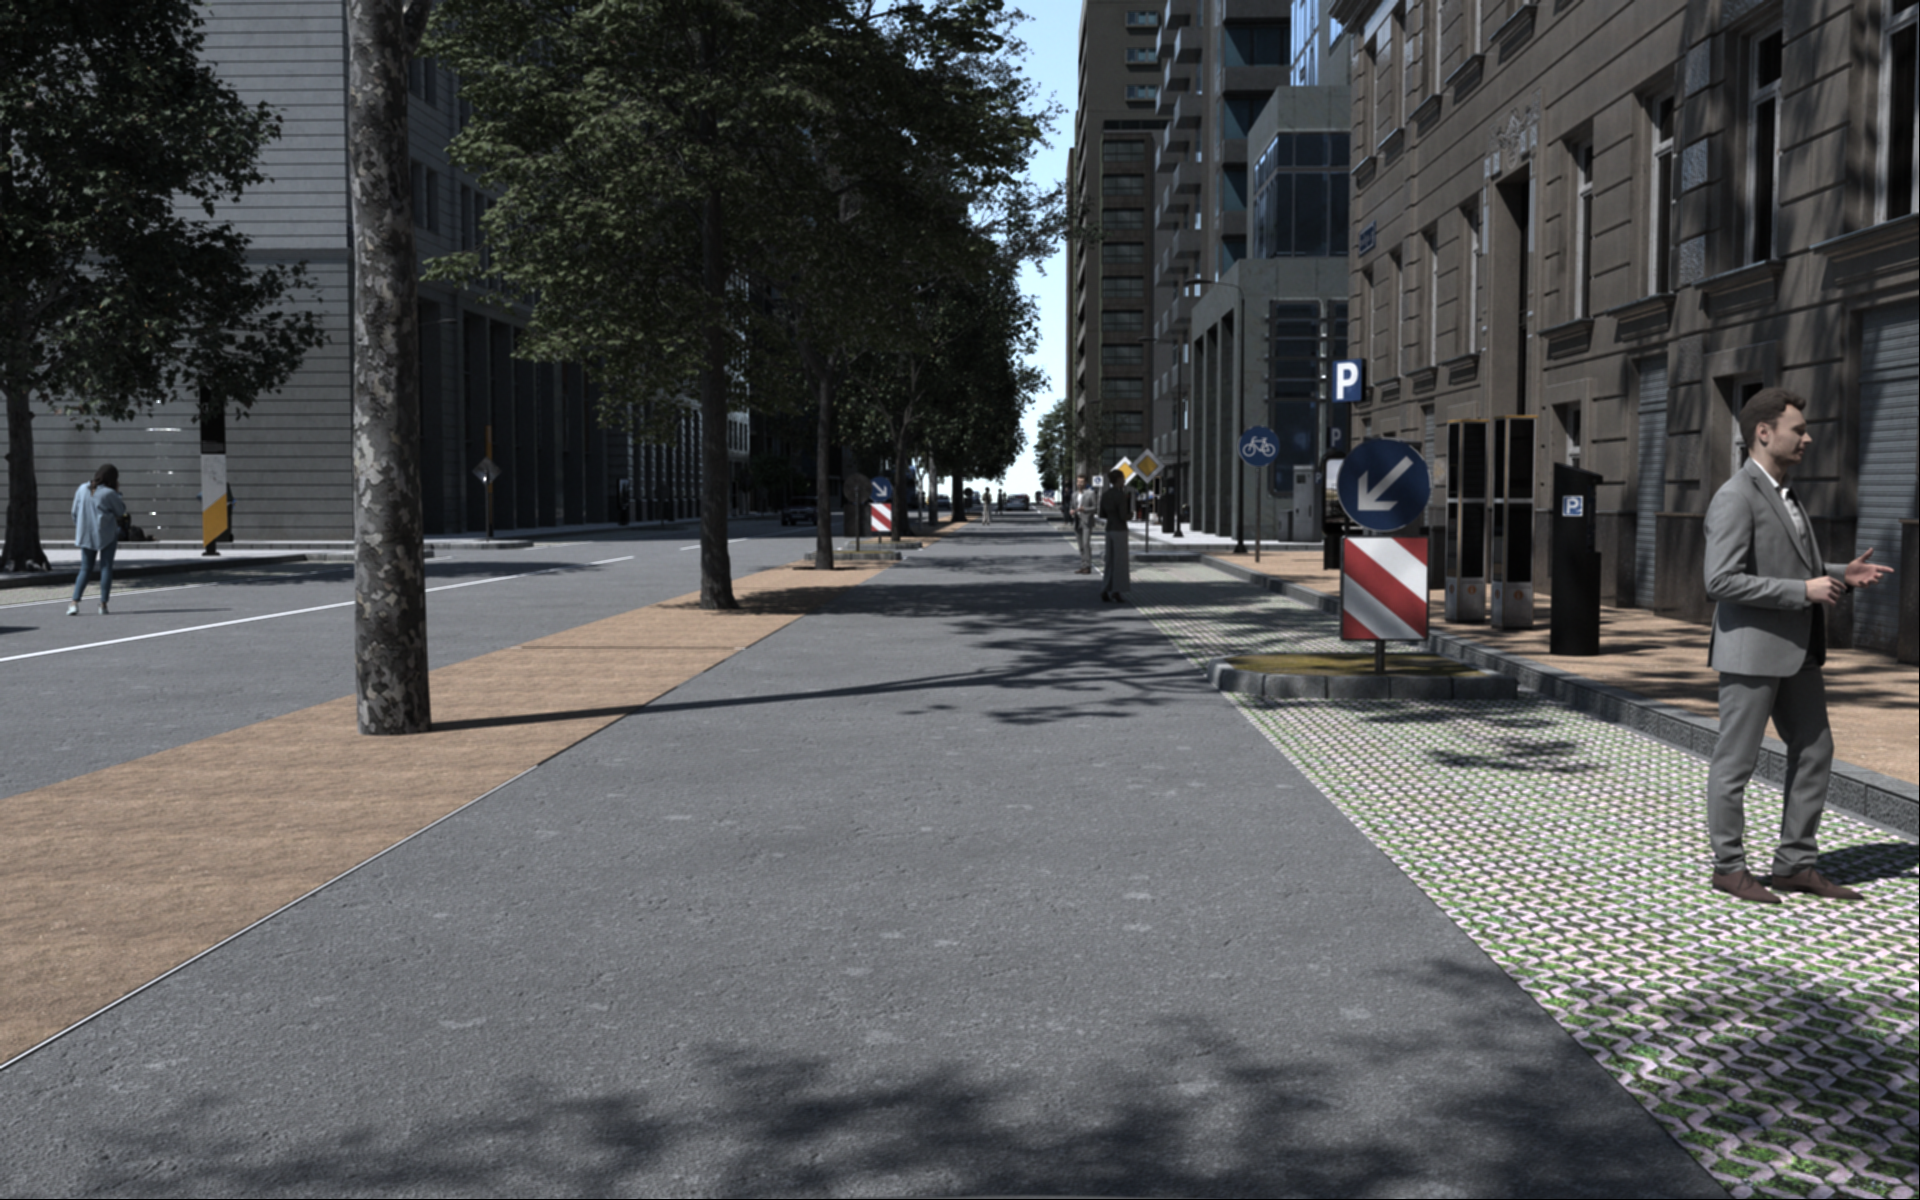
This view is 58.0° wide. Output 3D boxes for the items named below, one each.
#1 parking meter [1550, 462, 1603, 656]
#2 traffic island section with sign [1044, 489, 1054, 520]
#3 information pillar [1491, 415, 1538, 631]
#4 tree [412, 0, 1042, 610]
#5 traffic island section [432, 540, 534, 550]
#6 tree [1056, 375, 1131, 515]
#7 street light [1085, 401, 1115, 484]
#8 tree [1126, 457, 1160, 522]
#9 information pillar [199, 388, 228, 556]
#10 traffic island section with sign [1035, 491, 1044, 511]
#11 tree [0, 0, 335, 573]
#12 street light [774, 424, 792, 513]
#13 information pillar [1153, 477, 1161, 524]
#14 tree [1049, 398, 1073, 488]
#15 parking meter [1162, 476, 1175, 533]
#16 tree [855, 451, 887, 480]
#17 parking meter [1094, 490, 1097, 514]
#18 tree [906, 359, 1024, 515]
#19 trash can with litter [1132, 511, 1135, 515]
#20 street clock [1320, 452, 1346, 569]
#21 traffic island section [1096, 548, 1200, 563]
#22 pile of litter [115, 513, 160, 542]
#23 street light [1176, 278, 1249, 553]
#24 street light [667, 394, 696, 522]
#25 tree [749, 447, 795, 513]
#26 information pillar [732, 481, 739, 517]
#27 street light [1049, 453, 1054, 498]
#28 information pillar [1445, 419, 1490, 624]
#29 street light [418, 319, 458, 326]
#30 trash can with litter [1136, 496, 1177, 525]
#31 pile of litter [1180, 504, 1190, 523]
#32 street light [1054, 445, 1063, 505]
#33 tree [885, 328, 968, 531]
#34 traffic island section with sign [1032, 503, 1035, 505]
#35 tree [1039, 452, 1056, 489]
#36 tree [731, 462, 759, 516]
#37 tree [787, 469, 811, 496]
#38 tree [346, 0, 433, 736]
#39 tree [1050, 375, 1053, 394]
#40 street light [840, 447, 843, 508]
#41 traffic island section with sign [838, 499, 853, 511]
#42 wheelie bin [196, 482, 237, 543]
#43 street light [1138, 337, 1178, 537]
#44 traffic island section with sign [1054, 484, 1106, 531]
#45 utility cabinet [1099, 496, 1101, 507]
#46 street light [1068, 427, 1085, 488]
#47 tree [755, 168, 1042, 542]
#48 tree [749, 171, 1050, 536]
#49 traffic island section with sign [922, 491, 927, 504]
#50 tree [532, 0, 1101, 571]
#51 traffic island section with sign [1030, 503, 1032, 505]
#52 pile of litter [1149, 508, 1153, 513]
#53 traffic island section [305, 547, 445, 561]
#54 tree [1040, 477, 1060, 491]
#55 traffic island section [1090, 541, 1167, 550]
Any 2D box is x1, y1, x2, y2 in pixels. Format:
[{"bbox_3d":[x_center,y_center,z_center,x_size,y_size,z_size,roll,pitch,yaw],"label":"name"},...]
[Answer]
[{"bbox_3d":[4.917,-0.331,13.815,0.372,1.533,0.369,0,3,0],"label":"parking meter"},{"bbox_3d":[5.742,-5.269,94.784,1.989,1.847,2.006,0,4,2],"label":"traffic island section with sign"},{"bbox_3d":[5.220,-0.724,16.330,0.304,2.012,0.304,0,4,-5],"label":"information pillar"},{"bbox_3d":[-2.921,-6.120,20.646,7.486,12.596,7.792,0,3,0],"label":"tree"},{"bbox_3d":[-12.624,-1.463,46.206,2.009,0.180,2.903,0,4,2],"label":"traffic island section"},{"bbox_3d":[8.305,-9.542,106.373,4.360,8.622,3.978,0,3,0],"label":"tree"},{"bbox_3d":[7.139,-6.949,86.156,1.470,5.913,1.316,0,4,2],"label":"street light"},{"bbox_3d":[8.495,-5.205,79.709,1.663,3.219,1.824,0,3,0],"label":"tree"},{"bbox_3d":[-15.520,-2.730,35.987,0.504,3.616,0.183,-1,4,-18],"label":"information pillar"},{"bbox_3d":[7.477,-8.335,144.911,1.989,1.847,2.006,0,4,2],"label":"traffic island section with sign"},{"bbox_3d":[-15.612,-6.822,28.549,9.611,12.733,9.660,0,3,0],"label":"tree"},{"bbox_3d":[-11.717,-8.716,115.050,1.470,5.913,1.316,0,4,2],"label":"street light"},{"bbox_3d":[8.449,-4.266,74.246,0.304,2.012,0.304,0,4,5],"label":"information pillar"},{"bbox_3d":[11.908,-17.513,204.456,7.486,12.596,7.792,0,3,0],"label":"tree"},{"bbox_3d":[6.833,-3.125,56.798,0.399,1.863,0.255,-2,4,-28],"label":"parking meter"},{"bbox_3d":[-10.311,-14.967,195.066,4.360,8.622,3.978,0,3,0],"label":"tree"},{"bbox_3d":[8.509,-6.145,108.885,0.372,1.533,0.369,0,3,0],"label":"parking meter"},{"bbox_3d":[0.037,-12.674,116.325,9.857,13.997,8.962,0,3,0],"label":"tree"},{"bbox_3d":[9.968,-5.584,102.690,0.624,1.170,1.055,-3,4,-36],"label":"trash can with litter"},{"bbox_3d":[6.402,-1.533,29.635,0.471,2.002,0.358,-2,4,-29],"label":"street clock"},{"bbox_3d":[4.080,-0.939,37.633,2.009,0.180,2.903,0,4,2],"label":"traffic island section"},{"bbox_3d":[-22.428,-1.989,46.480,1.719,0.858,1.176,1,4,9],"label":"pile of litter"},{"bbox_3d":[5.551,-3.970,37.455,1.470,5.913,1.316,0,4,2],"label":"street light"},{"bbox_3d":[-12.936,-6.612,80.653,1.470,5.913,1.316,0,4,2],"label":"street light"},{"bbox_3d":[-13.019,-8.294,119.327,4.285,4.588,4.351,0,3,0],"label":"tree"},{"bbox_3d":[-12.664,-5.690,97.525,0.304,2.012,0.304,1,4,9],"label":"information pillar"},{"bbox_3d":[11.524,-14.607,211.362,1.470,5.913,1.316,0,4,2],"label":"street light"},{"bbox_3d":[5.037,-0.779,17.222,0.304,2.012,0.304,-1,4,-10],"label":"information pillar"},{"bbox_3d":[-14.021,-4.502,46.150,1.470,5.913,1.316,0,4,2],"label":"street light"},{"bbox_3d":[8.184,-3.698,71.514,1.678,1.210,2.233,0,4,1],"label":"trash can with litter"},{"bbox_3d":[10.329,-3.853,76.954,1.176,0.858,1.719,3,4,36],"label":"pile of litter"},{"bbox_3d":[9.837,-11.607,162.309,1.470,5.913,1.316,0,4,2],"label":"street light"},{"bbox_3d":[-1.575,-7.012,67.463,4.737,8.622,4.395,0,3,0],"label":"tree"},{"bbox_3d":[8.429,-10.005,172.210,1.989,1.847,2.006,0,4,2],"label":"traffic island section with sign"},{"bbox_3d":[14.243,-19.407,267.672,4.360,8.622,3.978,0,3,0],"label":"tree"},{"bbox_3d":[-12.850,-6.639,103.149,1.663,3.219,1.824,0,3,0],"label":"tree"},{"bbox_3d":[-11.981,-8.333,130.839,1.663,3.219,1.824,0,3,0],"label":"tree"},{"bbox_3d":[-2.216,-9.208,8.899,12.611,20.169,13.585,0,3,0],"label":"tree"},{"bbox_3d":[-0.048,-10.322,88.224,9.611,12.733,9.660,0,3,0],"label":"tree"},{"bbox_3d":[-10.195,-11.291,157.149,1.470,5.913,1.316,0,4,2],"label":"street light"},{"bbox_3d":[-9.171,-8.388,145.771,1.989,1.847,2.006,0,4,2],"label":"traffic island section with sign"},{"bbox_3d":[-19.699,-2.320,45.841,0.980,1.594,0.693,-3,5,-41],"label":"wheelie bin"},{"bbox_3d":[5.958,-4.823,51.389,1.470,5.913,1.316,0,4,2],"label":"street light"},{"bbox_3d":[4.802,-3.619,67.798,1.989,1.847,2.006,0,4,2],"label":"traffic island section with sign"},{"bbox_3d":[7.828,-5.128,95.000,0.306,1.237,1.020,1,4,11],"label":"utility cabinet"},{"bbox_3d":[8.384,-9.053,120.552,1.470,5.913,1.316,0,4,2],"label":"street light"},{"bbox_3d":[-1.905,-6.893,49.563,8.767,10.594,7.601,0,4,2],"label":"tree"},{"bbox_3d":[-2.000,-8.485,58.196,9.611,12.733,9.660,0,3,0],"label":"tree"},{"bbox_3d":[-5.368,-15.082,255.214,1.989,1.847,2.006,0,4,2],"label":"traffic island section with sign"},{"bbox_3d":[-2.580,-7.311,32.364,12.009,13.543,11.850,0,3,0],"label":"tree"},{"bbox_3d":[10.358,-13.404,227.783,1.989,1.847,2.006,0,4,2],"label":"traffic island section with sign"},{"bbox_3d":[12.748,-6.274,116.553,1.719,0.858,1.176,1,4,12],"label":"pile of litter"},{"bbox_3d":[-12.901,-0.975,38.226,2.009,0.180,2.903,0,4,2],"label":"traffic island section"},{"bbox_3d":[14.396,-17.877,276.009,4.285,4.588,4.351,0,3,0],"label":"tree"},{"bbox_3d":[4.357,-1.427,45.613,2.009,0.180,2.903,0,4,2],"label":"traffic island section"}]
